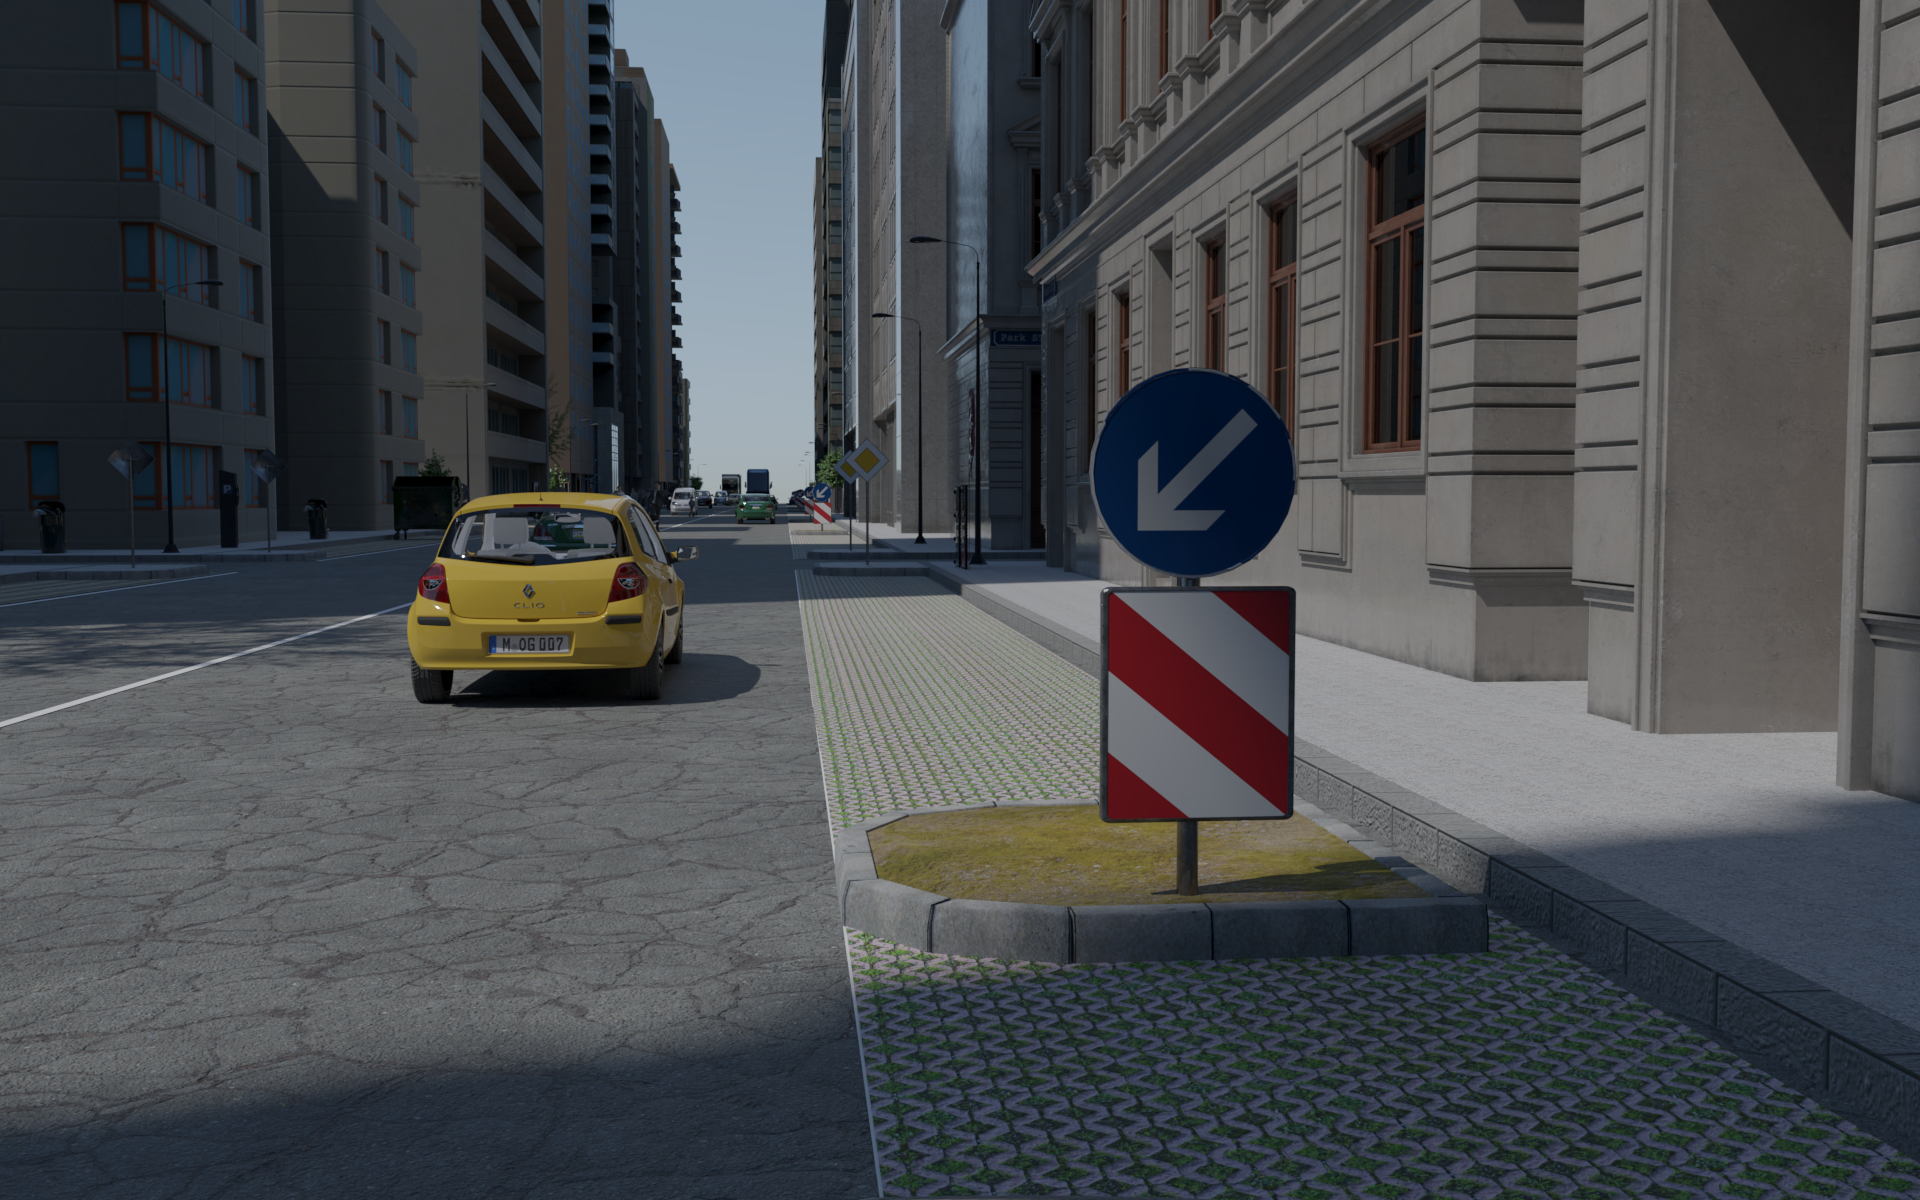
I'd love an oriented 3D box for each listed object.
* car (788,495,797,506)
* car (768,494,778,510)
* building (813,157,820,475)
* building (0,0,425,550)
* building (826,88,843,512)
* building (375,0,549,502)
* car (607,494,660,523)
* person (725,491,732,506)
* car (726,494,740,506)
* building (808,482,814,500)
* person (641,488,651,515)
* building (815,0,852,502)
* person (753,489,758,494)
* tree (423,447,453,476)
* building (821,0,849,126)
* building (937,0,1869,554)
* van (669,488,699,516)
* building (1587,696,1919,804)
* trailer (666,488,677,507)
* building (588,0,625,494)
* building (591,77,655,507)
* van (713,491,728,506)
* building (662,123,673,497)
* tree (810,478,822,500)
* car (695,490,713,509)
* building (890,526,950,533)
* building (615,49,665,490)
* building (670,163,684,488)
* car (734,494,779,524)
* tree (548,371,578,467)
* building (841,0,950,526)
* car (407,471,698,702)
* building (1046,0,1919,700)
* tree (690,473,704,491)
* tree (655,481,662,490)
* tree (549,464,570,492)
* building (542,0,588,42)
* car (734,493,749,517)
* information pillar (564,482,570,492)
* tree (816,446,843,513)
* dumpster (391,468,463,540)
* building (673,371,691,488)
[{"bbox_3d":[-20.461,-12.444,216.042,1.945,1.354,3.894,0,4,-7],"label":"car"},{"bbox_3d":[-17.650,-8.981,158.838,2.014,1.417,4.499,0,4,-5],"label":"car"},{"bbox_3d":[-9.214,-37.558,237.775,21.300,48.544,21.600,0,4,-6],"label":"building"},{"bbox_3d":[-33.462,-12.676,52.297,27.650,21.520,28.899,0,4,-6],"label":"building"},{"bbox_3d":[-2.787,-21.751,127.334,14.160,30.474,14.107,0,4,-6],"label":"building"},{"bbox_3d":[-32.726,-28.208,84.903,21.300,48.544,21.600,0,4,-6],"label":"building"},{"bbox_3d":[-6.216,-1.083,29.509,2.131,1.459,4.920,0,4,-7],"label":"car"},{"bbox_3d":[-28.289,-12.491,212.804,1.350,1.814,0.705,-3,5,-40],"label":"person"},{"bbox_3d":[-27.082,-12.098,208.023,2.015,1.641,3.980,0,4,-6],"label":"car"},{"bbox_3d":[-6.797,-34.886,262.272,32.217,40.220,23.993,0,4,-6],"label":"building"},{"bbox_3d":[-21.154,-6.695,118.050,1.350,1.814,0.705,1,4,13],"label":"person"},{"bbox_3d":[-7.841,-47.572,216.049,20.563,71.187,20.611,0,4,-6],"label":"building"},{"bbox_3d":[-17.560,-8.574,148.641,1.348,1.831,0.705,-1,4,-16],"label":"person"},{"bbox_3d":[-22.049,-4.752,72.292,1.663,3.219,1.824,0,3,0],"label":"tree"},{"bbox_3d":[-2.258,-33.136,165.474,21.300,48.544,21.600,0,4,-6],"label":"building"},{"bbox_3d":[9.902,-12.769,44.923,21.152,22.565,11.583,0,4,-6],"label":"building"},{"bbox_3d":[-18.579,-6.710,116.727,2.013,2.044,4.112,0,4,-6],"label":"van"},{"bbox_3d":[9.577,-10.038,0.276,11.583,22.565,21.152,0,4,-6],"label":"building"},{"bbox_3d":[-28.347,-10.037,171.161,1.471,1.999,3.904,0,4,-6],"label":"trailer"},{"bbox_3d":[-38.537,-50.621,140.326,22.319,86.520,31.000,0,4,-6],"label":"building"},{"bbox_3d":[-36.773,-29.413,164.502,14.154,41.232,14.086,0,4,-6],"label":"building"},{"bbox_3d":[-30.144,-12.923,218.306,2.013,2.044,4.112,0,4,-4],"label":"van"},{"bbox_3d":[-41.082,-33.738,201.731,14.600,45.320,14.200,0,4,-6],"label":"building"},{"bbox_3d":[-17.006,-12.824,204.277,1.663,3.219,1.824,0,3,0],"label":"tree"},{"bbox_3d":[-25.629,-9.987,171.960,2.281,1.827,5.304,0,4,-7],"label":"car"},{"bbox_3d":[3.062,-15.169,66.043,12.078,24.808,19.932,0,4,-6],"label":"building"},{"bbox_3d":[-38.810,-32.309,178.360,14.600,45.320,14.200,0,4,-6],"label":"building"},{"bbox_3d":[-47.256,-34.746,222.727,22.147,44.769,28.867,0,4,-6],"label":"building"},{"bbox_3d":[-9.823,-4.389,83.565,2.131,1.459,4.920,0,4,-6],"label":"car"},{"bbox_3d":[-24.658,-9.237,101.387,4.737,8.622,4.395,0,3,0],"label":"tree"},{"bbox_3d":[0.457,-16.437,86.763,12.078,24.808,19.932,0,4,-6],"label":"building"},{"bbox_3d":[-3.067,-0.195,13.406,2.015,1.641,3.980,0,4,-6],"label":"car"},{"bbox_3d":[7.447,-11.323,21.280,11.583,22.565,21.152,0,4,-6],"label":"building"},{"bbox_3d":[-41.641,-17.551,270.675,4.285,4.588,4.351,0,3,0],"label":"tree"},{"bbox_3d":[-33.264,-11.869,188.664,1.663,3.219,1.824,0,3,0],"label":"tree"},{"bbox_3d":[-25.941,-7.126,111.119,1.663,3.219,1.824,0,3,0],"label":"tree"},{"bbox_3d":[-33.230,-28.690,119.192,14.600,45.320,14.200,0,4,-6],"label":"building"},{"bbox_3d":[-13.512,-6.161,110.956,2.015,1.641,3.980,0,4,-5],"label":"car"},{"bbox_3d":[-24.751,-6.398,109.091,0.304,2.012,0.304,0,4,1],"label":"information pillar"},{"bbox_3d":[-8.019,-8.155,117.041,4.285,4.588,4.351,0,3,0],"label":"tree"},{"bbox_3d":[-16.624,-3.003,54.054,1.985,2.255,1.502,0,4,-4],"label":"dumpster"},{"bbox_3d":[-53.874,-24.875,251.745,27.650,21.520,28.899,0,4,-6],"label":"building"}]
